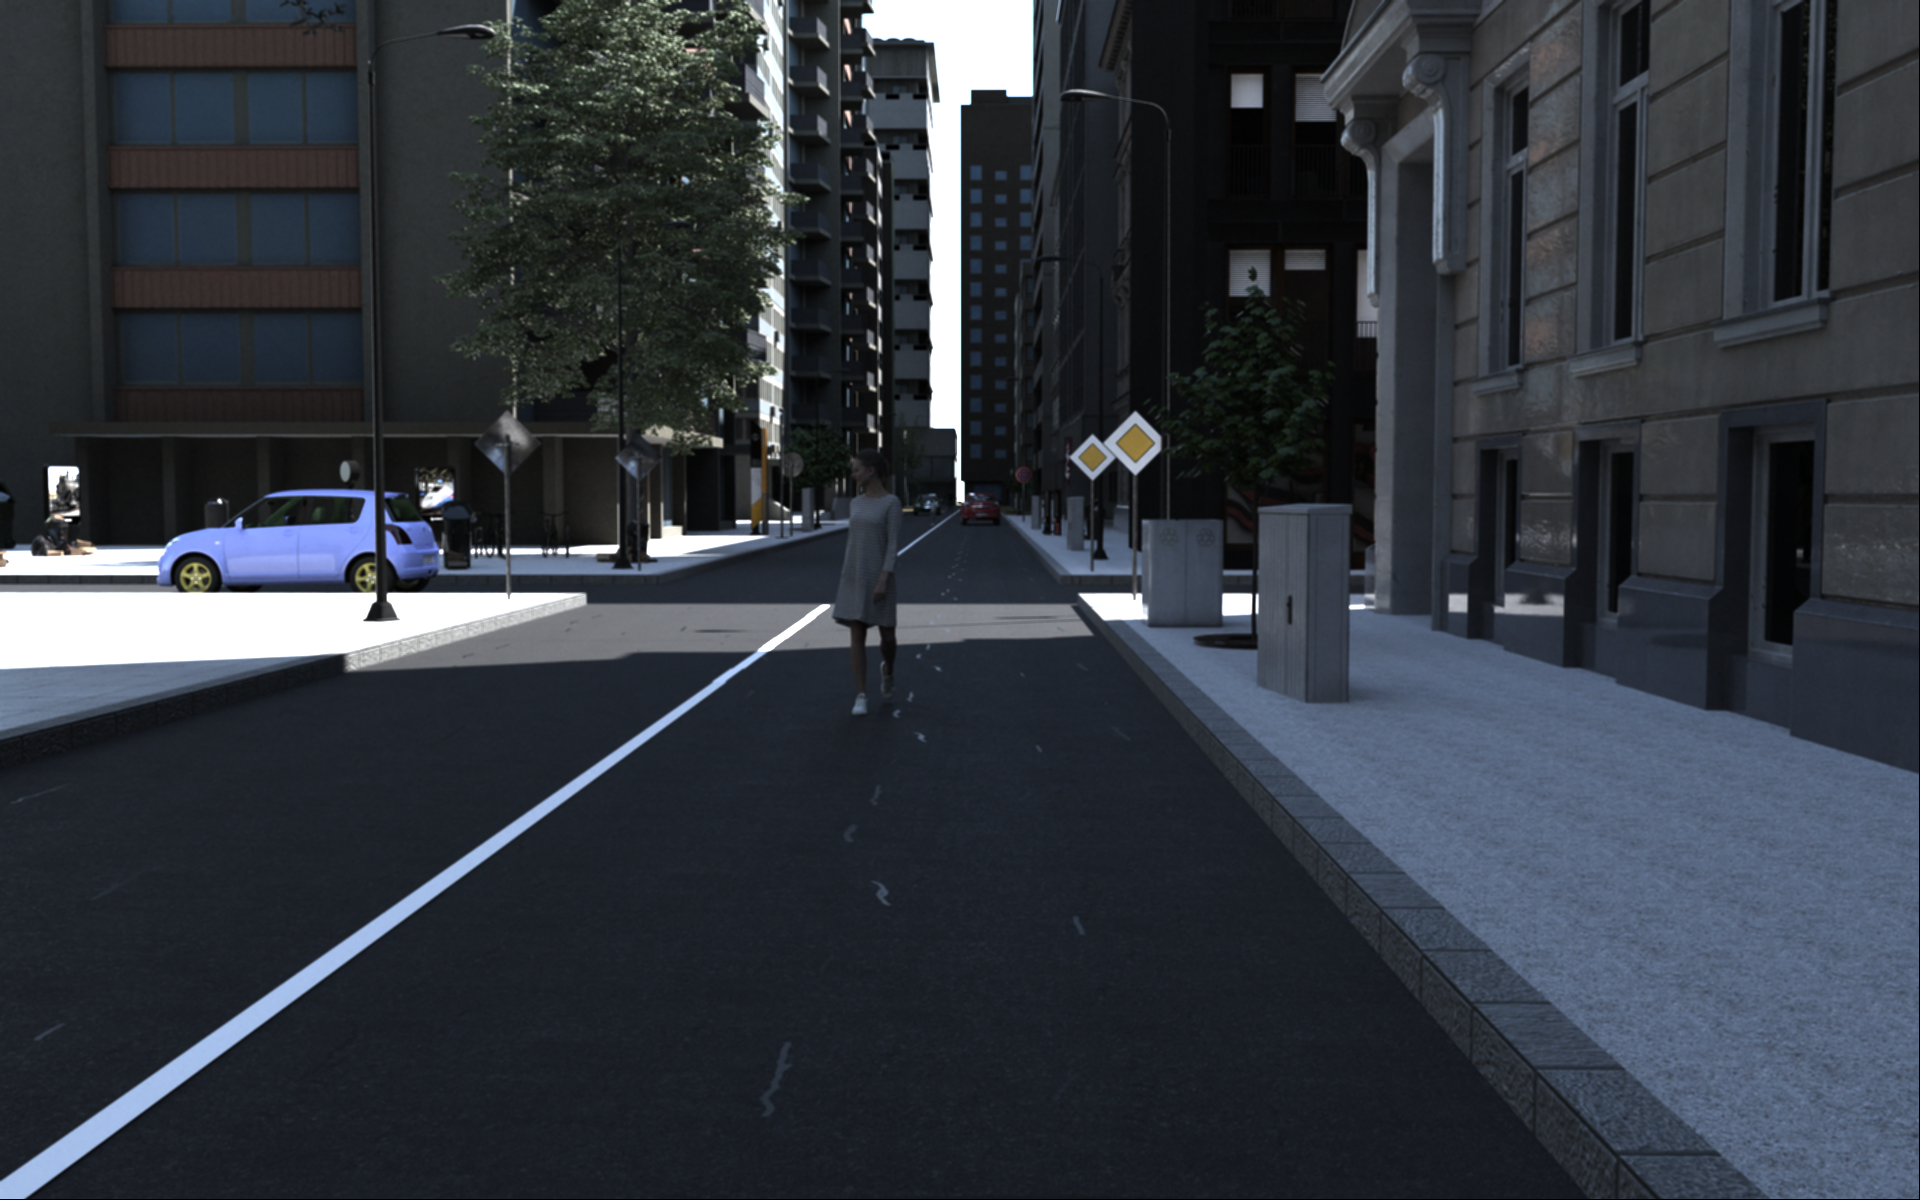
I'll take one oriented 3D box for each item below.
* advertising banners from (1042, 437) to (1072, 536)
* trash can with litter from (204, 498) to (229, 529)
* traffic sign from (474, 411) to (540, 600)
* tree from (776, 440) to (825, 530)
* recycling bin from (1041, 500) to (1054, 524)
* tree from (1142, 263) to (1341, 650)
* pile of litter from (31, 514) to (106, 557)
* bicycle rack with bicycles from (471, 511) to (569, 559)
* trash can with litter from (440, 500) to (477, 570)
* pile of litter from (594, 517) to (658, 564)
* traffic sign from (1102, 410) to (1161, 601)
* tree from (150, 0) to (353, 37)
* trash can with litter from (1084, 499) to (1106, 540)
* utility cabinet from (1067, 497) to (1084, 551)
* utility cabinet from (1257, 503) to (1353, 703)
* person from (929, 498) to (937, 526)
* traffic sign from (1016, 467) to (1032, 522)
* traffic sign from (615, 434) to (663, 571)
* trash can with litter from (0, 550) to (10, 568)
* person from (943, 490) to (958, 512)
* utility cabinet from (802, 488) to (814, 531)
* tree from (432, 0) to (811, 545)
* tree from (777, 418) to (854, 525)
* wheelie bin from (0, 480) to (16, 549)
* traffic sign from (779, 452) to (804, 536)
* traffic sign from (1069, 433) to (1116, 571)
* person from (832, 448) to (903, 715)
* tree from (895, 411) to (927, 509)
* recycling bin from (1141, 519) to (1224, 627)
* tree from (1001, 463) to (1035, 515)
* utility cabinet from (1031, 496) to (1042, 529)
[{"bbox_3d":[3.024,-3.521,53.758,0.090,3.025,2.074,-1,4,-22],"label":"advertising banners"},{"bbox_3d":[-14.767,-1.468,35.065,2.233,1.210,1.678,1,4,12],"label":"trash can with litter"},{"bbox_3d":[-5.449,-1.054,20.868,0.795,2.450,0.064,0,4,1],"label":"traffic sign"},{"bbox_3d":[-5.546,-4.105,61.714,1.663,3.219,1.824,0,3,0],"label":"tree"},{"bbox_3d":[3.764,-3.822,75.051,0.722,1.027,0.722,1,4,11],"label":"recycling bin"},{"bbox_3d":[2.375,-1.229,14.696,1.663,3.219,1.824,0,3,0],"label":"tree"},{"bbox_3d":[-18.593,-1.356,36.132,1.176,0.858,1.719,2,4,29],"label":"pile of litter"},{"bbox_3d":[-9.032,-1.337,35.244,2.852,0.926,2.925,-1,4,-11],"label":"bicycle rack with bicycles"},{"bbox_3d":[-8.600,-1.127,29.810,0.624,1.170,1.055,-1,4,-19],"label":"trash can with litter"},{"bbox_3d":[-6.313,-1.146,32.701,1.176,0.858,1.719,-1,4,-10],"label":"pile of litter"},{"bbox_3d":[2.094,-1.047,20.753,0.795,2.450,0.064,0,4,1],"label":"traffic sign"},{"bbox_3d":[-6.872,-6.065,9.533,12.009,13.543,11.850,0,3,0],"label":"tree"},{"bbox_3d":[3.546,-2.267,48.459,1.055,1.170,0.624,2,4,30],"label":"trash can with litter"},{"bbox_3d":[2.630,-1.738,39.581,0.306,1.237,1.020,0,4,-2],"label":"utility cabinet"},{"bbox_3d":[2.186,0.003,11.109,0.306,1.237,1.020,0,4,-7],"label":"utility cabinet"},{"bbox_3d":[-1.220,-4.003,78.628,0.352,1.250,0.332,0,4,-7],"label":"person"},{"bbox_3d":[2.952,-4.899,80.210,0.768,2.556,0.104,0,4,1],"label":"traffic sign"},{"bbox_3d":[-5.348,-1.542,28.852,0.795,2.450,0.064,0,4,1],"label":"traffic sign"},{"bbox_3d":[-16.890,-1.126,29.793,0.624,1.170,1.055,0,4,0],"label":"trash can with litter"},{"bbox_3d":[-0.754,-7.930,138.672,1.217,1.766,0.721,0,4,4],"label":"person"},{"bbox_3d":[-5.194,-3.084,59.095,0.318,1.500,1.173,0,4,2],"label":"utility cabinet"},{"bbox_3d":[-6.934,-7.207,35.967,7.486,12.596,7.792,0,3,0],"label":"tree"},{"bbox_3d":[-6.016,-5.464,73.051,4.285,4.588,4.351,0,3,0],"label":"tree"},{"bbox_3d":[-22.460,-1.981,40.302,0.980,1.594,0.693,1,4,23],"label":"wheelie bin"},{"bbox_3d":[-5.141,-3.217,52.710,0.768,2.556,0.104,1,4,8],"label":"traffic sign"},{"bbox_3d":[2.195,-1.535,28.737,0.795,2.450,0.064,0,4,1],"label":"traffic sign"},{"bbox_3d":[-0.596,-0.138,11.511,0.466,1.731,0.760,0,4,4],"label":"person"},{"bbox_3d":[-4.634,-12.345,152.205,4.737,8.622,4.395,0,3,0],"label":"tree"},{"bbox_3d":[2.174,-0.271,16.989,0.722,1.027,0.722,0,3,0],"label":"recycling bin"},{"bbox_3d":[3.860,-7.584,118.594,1.663,3.219,1.824,0,3,0],"label":"tree"},{"bbox_3d":[2.818,-3.206,63.577,0.306,1.237,1.020,0,4,8],"label":"utility cabinet"}]
